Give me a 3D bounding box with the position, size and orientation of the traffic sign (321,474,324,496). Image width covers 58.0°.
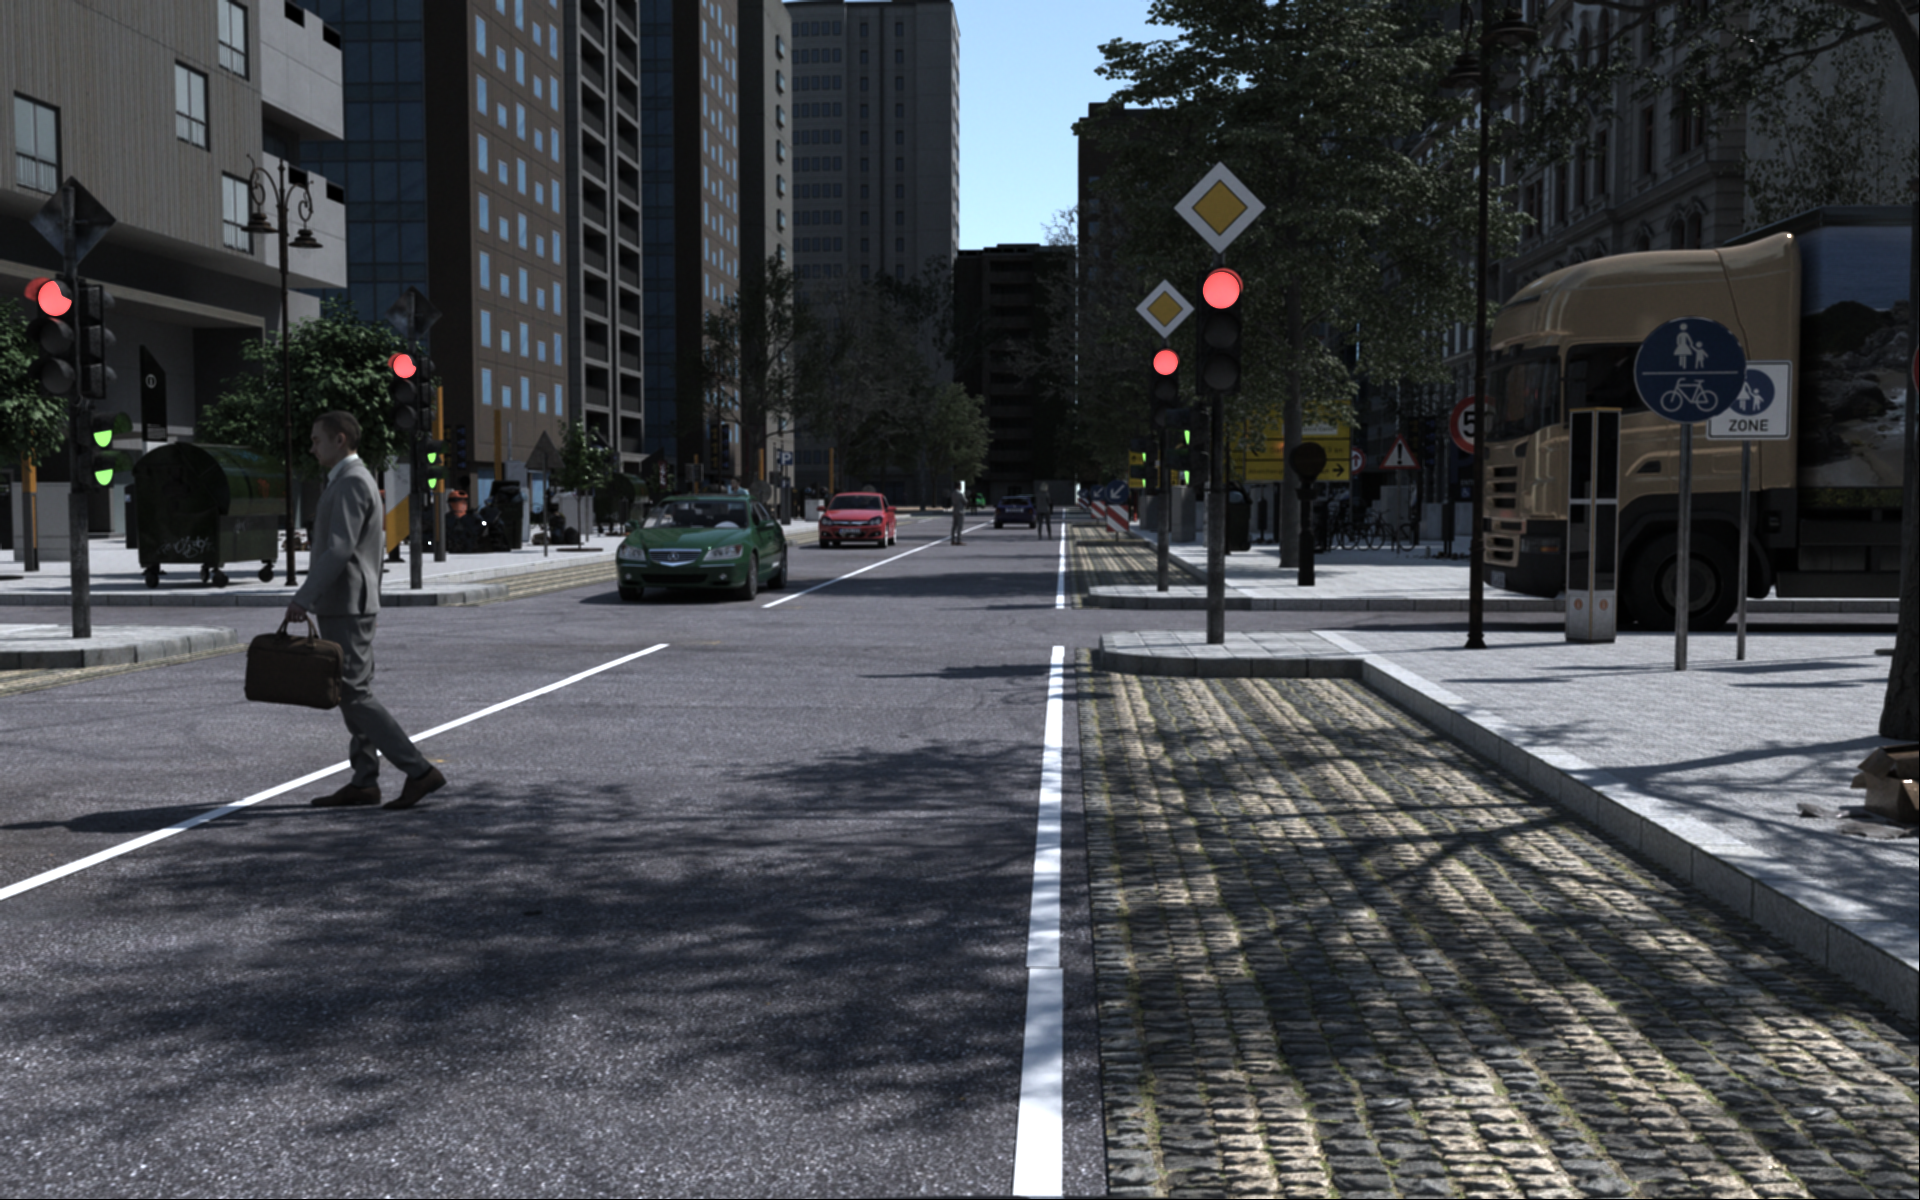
[{"bbox_3d":[-12.109,-2.013,32.908,0.884,2.594,0.081,1,4,11],"label":"traffic sign"}]

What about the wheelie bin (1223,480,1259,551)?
[{"bbox_3d":[6.168,-1.899,38.956,0.693,1.594,0.980,-1,4,-11],"label":"wheelie bin"}]

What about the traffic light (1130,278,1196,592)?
[{"bbox_3d":[2.656,-2.067,22.721,0.839,4.253,0.868,0,4,3],"label":"traffic light"}]

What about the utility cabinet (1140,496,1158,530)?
[{"bbox_3d":[6.800,-3.136,62.443,0.306,1.237,1.020,2,4,29],"label":"utility cabinet"}]

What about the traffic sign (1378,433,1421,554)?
[{"bbox_3d":[9.389,-2.265,37.035,0.884,2.594,0.081,0,4,8],"label":"traffic sign"}]

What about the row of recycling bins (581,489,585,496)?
[{"bbox_3d":[-16.222,-4.447,79.828,1.069,1.692,3.534,1,4,22],"label":"row of recycling bins"}]

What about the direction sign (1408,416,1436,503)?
[{"bbox_3d":[13.466,-3.583,50.584,0.876,3.537,0.379,-1,4,-14],"label":"direction sign"}]

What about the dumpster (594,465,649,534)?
[{"bbox_3d":[-11.200,-3.335,57.026,1.502,2.255,1.985,0,4,3],"label":"dumpster"}]

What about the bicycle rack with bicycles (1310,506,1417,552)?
[{"bbox_3d":[8.591,-1.596,39.473,2.852,0.926,2.925,-2,4,-25],"label":"bicycle rack with bicycles"}]

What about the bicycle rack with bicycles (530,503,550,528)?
[{"bbox_3d":[-16.266,-3.202,65.737,2.852,0.926,2.925,-3,5,-43],"label":"bicycle rack with bicycles"}]

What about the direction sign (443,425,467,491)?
[{"bbox_3d":[-16.558,-3.962,56.776,0.876,3.537,0.379,1,4,17],"label":"direction sign"}]

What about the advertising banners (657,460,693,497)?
[{"bbox_3d":[-14.655,-5.715,89.623,2.074,3.025,0.090,-2,4,-30],"label":"advertising banners"}]

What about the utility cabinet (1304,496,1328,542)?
[{"bbox_3d":[9.700,-2.203,47.175,0.306,1.237,1.020,-1,4,-10],"label":"utility cabinet"}]

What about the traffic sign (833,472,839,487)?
[{"bbox_3d":[-6.959,-6.016,98.467,0.768,2.556,0.104,0,4,5],"label":"traffic sign"}]

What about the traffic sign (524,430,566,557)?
[{"bbox_3d":[-8.490,-2.167,35.427,0.884,2.594,0.081,1,4,8],"label":"traffic sign"}]

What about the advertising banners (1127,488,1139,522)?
[{"bbox_3d":[8.100,-5.138,80.196,0.090,3.025,2.074,2,4,25],"label":"advertising banners"}]

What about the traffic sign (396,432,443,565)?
[{"bbox_3d":[-9.523,-1.864,30.484,0.884,2.594,0.081,1,4,10],"label":"traffic sign"}]

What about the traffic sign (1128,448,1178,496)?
[{"bbox_3d":[8.625,-5.103,77.305,2.265,3.308,0.079,1,4,11],"label":"traffic sign"}]

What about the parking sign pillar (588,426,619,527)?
[{"bbox_3d":[-14.282,-4.900,68.583,1.447,3.967,1.447,3,5,43],"label":"parking sign pillar"}]

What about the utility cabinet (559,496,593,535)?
[{"bbox_3d":[-12.096,-2.653,54.541,1.020,1.237,0.306,-2,4,-30],"label":"utility cabinet"}]

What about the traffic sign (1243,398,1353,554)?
[{"bbox_3d":[7.164,-2.625,36.796,2.265,3.308,0.079,1,4,11],"label":"traffic sign"}]

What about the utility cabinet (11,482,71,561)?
[{"bbox_3d":[-17.222,-1.471,32.737,1.173,1.500,0.318,0,4,-5],"label":"utility cabinet"}]

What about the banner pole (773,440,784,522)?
[{"bbox_3d":[-8.842,-5.741,83.876,0.401,3.779,0.863,2,4,27],"label":"banner pole"}]

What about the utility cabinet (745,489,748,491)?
[{"bbox_3d":[-9.440,-4.163,76.736,0.318,1.500,1.173,1,4,23],"label":"utility cabinet"}]

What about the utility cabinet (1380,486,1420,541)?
[{"bbox_3d":[12.057,-2.369,47.416,1.173,1.500,0.318,-2,4,-29],"label":"utility cabinet"}]

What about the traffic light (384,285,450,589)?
[{"bbox_3d":[-7.338,-2.103,23.307,0.839,4.253,0.868,0,4,3],"label":"traffic light"}]

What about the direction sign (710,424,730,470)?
[{"bbox_3d":[-7.807,-3.937,56.371,0.876,3.537,0.379,3,5,40],"label":"direction sign"}]

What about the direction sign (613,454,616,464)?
[{"bbox_3d":[-19.682,-6.497,98.217,0.379,3.537,0.876,1,4,14],"label":"direction sign"}]

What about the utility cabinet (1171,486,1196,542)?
[{"bbox_3d":[5.978,-2.295,46.205,0.318,1.500,1.173,2,4,26],"label":"utility cabinet"}]

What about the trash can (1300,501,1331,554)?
[{"bbox_3d":[7.642,-1.577,37.445,0.748,1.137,0.748,0,3,0],"label":"trash can"}]

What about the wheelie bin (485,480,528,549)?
[{"bbox_3d":[-10.494,-1.976,40.220,0.980,1.594,0.693,-2,4,-34],"label":"wheelie bin"}]

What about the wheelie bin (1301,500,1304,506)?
[{"bbox_3d":[16.068,-4.436,80.439,0.693,1.594,0.980,1,4,17],"label":"wheelie bin"}]

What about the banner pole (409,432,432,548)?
[{"bbox_3d":[-12.607,-3.105,40.780,0.863,3.779,0.401,1,4,20],"label":"banner pole"}]

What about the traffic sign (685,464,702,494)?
[{"bbox_3d":[-9.002,-3.453,58.579,0.606,2.300,0.079,1,4,13],"label":"traffic sign"}]

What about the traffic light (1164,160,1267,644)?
[{"bbox_3d":[2.174,-1.580,14.750,0.839,4.253,0.868,0,4,3],"label":"traffic light"}]

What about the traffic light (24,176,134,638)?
[{"bbox_3d":[-7.820,-1.616,15.336,0.839,4.253,0.868,0,4,3],"label":"traffic light"}]

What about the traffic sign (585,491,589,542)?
[{"bbox_3d":[-10.034,-2.840,46.539,0.768,2.556,0.104,1,4,12],"label":"traffic sign"}]

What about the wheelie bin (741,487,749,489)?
[{"bbox_3d":[-10.259,-4.584,82.863,0.980,1.594,0.693,-3,5,-40],"label":"wheelie bin"}]

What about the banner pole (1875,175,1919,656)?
[{"bbox_3d":[7.703,-1.440,13.567,0.863,3.779,0.401,3,5,43],"label":"banner pole"}]

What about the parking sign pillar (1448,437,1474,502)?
[{"bbox_3d":[17.227,-4.291,58.634,1.447,3.967,1.447,3,5,45],"label":"parking sign pillar"}]

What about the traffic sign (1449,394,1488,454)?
[{"bbox_3d":[6.614,-1.347,22.123,0.768,2.556,0.104,0,4,6],"label":"traffic sign"}]

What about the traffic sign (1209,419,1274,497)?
[{"bbox_3d":[7.899,-3.256,47.110,2.265,3.308,0.079,0,4,4],"label":"traffic sign"}]

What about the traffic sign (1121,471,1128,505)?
[{"bbox_3d":[9.090,-5.775,94.424,0.884,2.594,0.081,0,4,6],"label":"traffic sign"}]

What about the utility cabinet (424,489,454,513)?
[{"bbox_3d":[-21.814,-3.910,72.615,1.173,1.500,0.318,0,4,2],"label":"utility cabinet"}]

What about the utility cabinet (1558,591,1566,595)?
[{"bbox_3d":[7.920,-0.655,21.879,0.306,1.237,1.020,-2,4,-32],"label":"utility cabinet"}]

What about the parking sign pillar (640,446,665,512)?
[{"bbox_3d":[-17.282,-6.653,97.241,1.447,3.967,1.447,-1,4,-22],"label":"parking sign pillar"}]

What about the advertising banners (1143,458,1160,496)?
[{"bbox_3d":[7.875,-4.502,69.787,0.090,3.025,2.074,-1,4,-23],"label":"advertising banners"}]

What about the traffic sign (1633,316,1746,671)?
[{"bbox_3d":[5.243,-0.760,12.525,0.768,2.556,0.104,1,4,9],"label":"traffic sign"}]

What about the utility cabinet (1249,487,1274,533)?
[{"bbox_3d":[10.064,-2.949,56.887,1.173,1.500,0.318,-2,4,-28],"label":"utility cabinet"}]

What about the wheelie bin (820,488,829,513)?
[{"bbox_3d":[-7.242,-5.026,90.090,0.693,1.594,0.980,2,4,25],"label":"wheelie bin"}]

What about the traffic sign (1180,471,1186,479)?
[{"bbox_3d":[6.669,-2.949,50.342,0.606,2.300,0.079,1,4,8],"label":"traffic sign"}]

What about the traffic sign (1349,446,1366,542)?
[{"bbox_3d":[10.461,-2.828,46.336,0.768,2.556,0.104,0,4,6],"label":"traffic sign"}]

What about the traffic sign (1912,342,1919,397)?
[{"bbox_3d":[7.093,-0.742,12.233,0.768,2.556,0.104,1,4,10],"label":"traffic sign"}]

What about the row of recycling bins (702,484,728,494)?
[{"bbox_3d":[-10.176,-3.979,72.174,1.069,1.692,3.534,-1,4,-12],"label":"row of recycling bins"}]

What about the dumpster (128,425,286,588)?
[{"bbox_3d":[-10.529,-1.335,24.323,1.502,2.255,1.985,0,4,3],"label":"dumpster"}]

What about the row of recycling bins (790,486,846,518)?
[{"bbox_3d":[-7.945,-5.332,94.287,3.534,1.692,1.069,-1,4,-19],"label":"row of recycling bins"}]

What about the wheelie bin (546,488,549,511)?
[{"bbox_3d":[-19.279,-4.537,82.083,0.693,1.594,0.980,2,4,26],"label":"wheelie bin"}]

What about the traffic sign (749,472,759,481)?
[{"bbox_3d":[-9.431,-4.747,79.743,0.606,2.300,0.079,0,4,7],"label":"traffic sign"}]

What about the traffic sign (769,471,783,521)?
[{"bbox_3d":[-8.272,-4.630,77.834,0.606,2.300,0.079,0,4,6],"label":"traffic sign"}]

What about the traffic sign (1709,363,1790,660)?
[{"bbox_3d":[6.037,-0.685,13.324,0.606,2.300,0.079,1,4,9],"label":"traffic sign"}]
